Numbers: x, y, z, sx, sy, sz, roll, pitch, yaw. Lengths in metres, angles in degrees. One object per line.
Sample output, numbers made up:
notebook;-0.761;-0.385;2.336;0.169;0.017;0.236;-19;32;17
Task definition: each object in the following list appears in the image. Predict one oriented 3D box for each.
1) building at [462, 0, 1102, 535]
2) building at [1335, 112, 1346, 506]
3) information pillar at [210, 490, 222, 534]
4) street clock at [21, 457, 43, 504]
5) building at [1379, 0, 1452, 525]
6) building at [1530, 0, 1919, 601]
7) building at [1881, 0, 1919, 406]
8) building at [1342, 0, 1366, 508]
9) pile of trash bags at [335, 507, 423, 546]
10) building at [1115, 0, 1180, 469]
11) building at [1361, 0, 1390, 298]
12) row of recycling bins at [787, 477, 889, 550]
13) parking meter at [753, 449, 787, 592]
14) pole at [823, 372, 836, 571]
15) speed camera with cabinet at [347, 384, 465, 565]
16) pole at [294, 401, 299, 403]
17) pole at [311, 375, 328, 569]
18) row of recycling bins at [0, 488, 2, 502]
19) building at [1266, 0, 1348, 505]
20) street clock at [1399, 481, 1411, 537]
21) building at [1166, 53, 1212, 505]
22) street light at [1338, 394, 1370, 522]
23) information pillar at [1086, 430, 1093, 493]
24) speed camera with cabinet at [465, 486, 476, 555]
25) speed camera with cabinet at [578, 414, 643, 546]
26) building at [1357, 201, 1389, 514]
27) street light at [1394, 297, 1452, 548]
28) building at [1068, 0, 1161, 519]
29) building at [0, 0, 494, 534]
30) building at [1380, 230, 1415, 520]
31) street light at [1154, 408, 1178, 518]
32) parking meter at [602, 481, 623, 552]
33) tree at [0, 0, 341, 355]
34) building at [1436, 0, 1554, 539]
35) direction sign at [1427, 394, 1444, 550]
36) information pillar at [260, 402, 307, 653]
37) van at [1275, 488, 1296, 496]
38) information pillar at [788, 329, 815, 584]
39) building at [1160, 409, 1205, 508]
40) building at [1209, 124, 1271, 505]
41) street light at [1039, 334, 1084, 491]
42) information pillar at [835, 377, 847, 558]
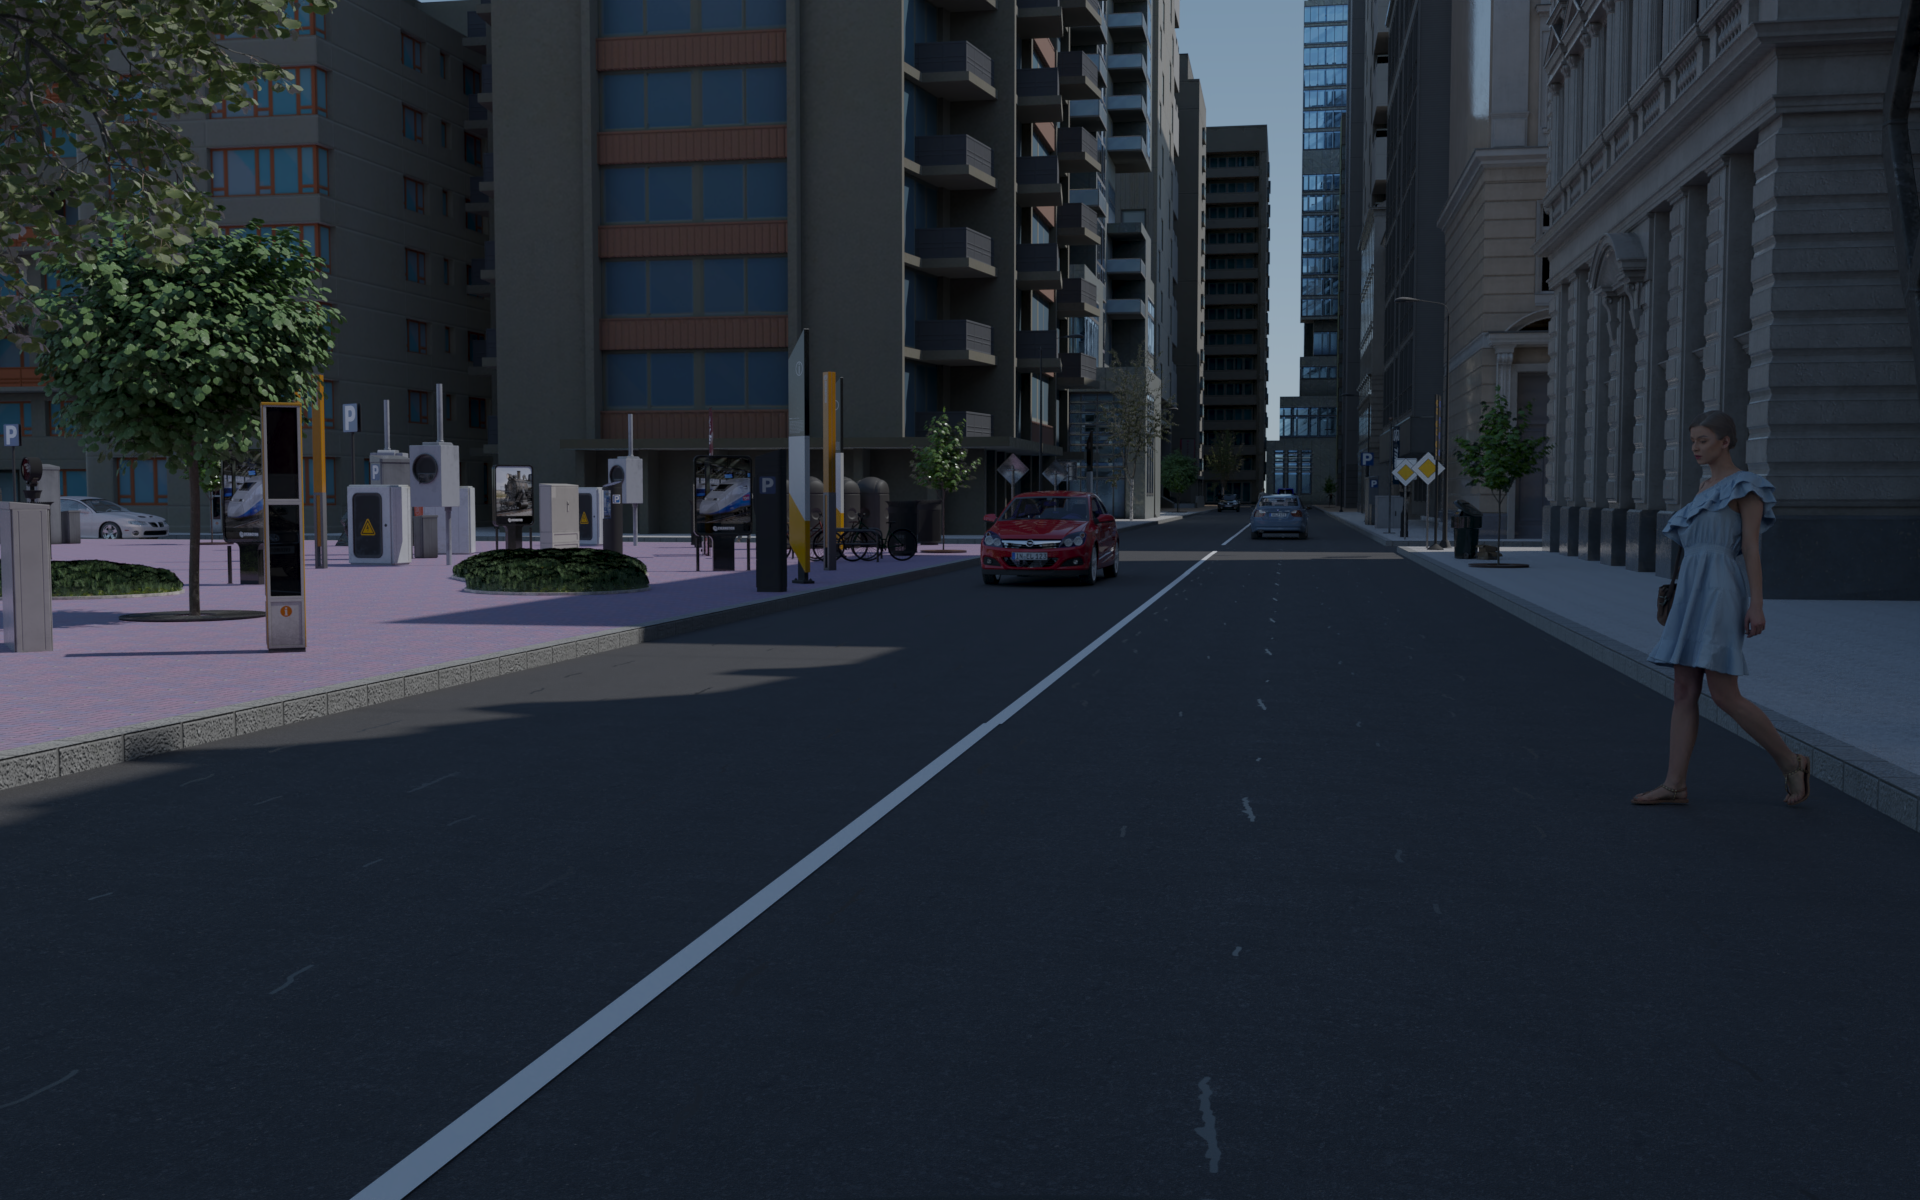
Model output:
building;-6.347;-25.208;66.771;22.147;44.769;28.867;1;4;11
building;48.039;-30.821;187.509;14.154;41.232;14.086;1;4;11
information pillar;-24.168;-3.164;56.226;0.304;2.012;0.304;-2;4;-34
street clock;-18.203;-1.800;34.006;0.471;2.002;0.358;3;5;40
building;25.577;-17.058;72.399;14.314;27.812;24.014;1;4;11
building;16.163;-12.213;28.562;11.050;23.489;19.941;1;4;11
building;15.385;-8.730;10.184;16.820;18.784;16.811;1;4;11
building;47.391;-38.098;164.905;21.231;58.520;28.212;1;4;11
pile of trash bags;-13.815;-2.001;42.476;3.447;1.369;1.912;3;5;44
building;3.536;-33.706;140.335;28.713;52.752;27.495;1;4;11
building;46.137;-33.504;137.023;28.713;52.752;27.495;1;4;11
row of recycling bins;-3.179;-2.077;41.078;3.534;1.692;1.069;-3;4;-38
parking meter;-2.488;-1.040;22.709;0.399;1.863;0.255;1;4;15
pole;-2.187;-2.153;29.037;0.158;3.312;0.155;0;3;0
speed camera with cabinet;-10.057;-2.257;31.238;2.038;3.252;0.660;1;4;20
pole;-12.651;-2.397;33.027;0.158;3.312;0.155;0;3;0
pole;-10.988;-2.193;29.702;0.158;3.312;0.155;0;3;0
row of recycling bins;-26.356;-2.267;44.181;3.534;1.692;1.069;-1;4;-12
building;53.988;-55.082;213.257;31.000;86.520;22.319;1;4;11
street clock;13.207;-2.867;51.443;0.358;2.002;0.471;0;4;-8
building;15.746;-34.639;190.048;21.600;48.544;21.300;1;4;11
street light;18.327;-6.577;80.068;1.470;5.913;1.316;1;4;11
information pillar;4.791;-4.439;63.938;0.183;3.616;0.504;-1;4;-15
speed camera with cabinet;-11.384;-2.593;36.730;2.038;3.252;0.660;0;4;-6
speed camera with cabinet;-8.805;-2.988;43.190;2.038;3.252;0.660;3;4;38
building;31.102;-16.115;112.630;9.793;20.994;18.267;1;4;11
street light;10.955;-4.186;40.978;1.470;5.913;1.316;1;4;11
building;1.314;-48.313;102.584;22.319;86.520;31.000;1;4;11
building;-32.161;-13.869;71.791;28.899;21.520;27.650;1;4;11
building;28.657;-14.034;94.076;10.561;19.102;19.286;1;4;11
street light;11.046;-7.399;93.518;1.470;5.913;1.316;1;4;11
parking meter;-6.574;-1.490;32.770;0.372;1.533;0.369;0;3;0
tree;-7.170;-5.550;8.862;7.486;12.596;7.792;0;3;0
building;25.421;-16.323;52.783;20.117;28.700;13.634;1;4;11
direction sign;10.932;-2.919;39.723;0.379;3.537;0.876;1;4;22
information pillar;-5.498;-0.586;14.076;0.304;2.012;0.304;-2;4;-23
van;35.221;-11.199;187.489;2.240;2.365;5.245;1;4;10
information pillar;-2.297;-2.047;24.820;0.183;3.616;0.504;-2;4;-34
building;7.073;-29.018;166.318;32.217;40.220;23.993;1;4;11
building;28.054;-36.398;218.812;21.600;48.544;21.300;1;4;11
street light;2.896;-4.769;50.514;1.470;5.913;1.316;1;4;11
information pillar;-2.542;-2.669;34.991;0.504;3.616;0.183;3;5;40
